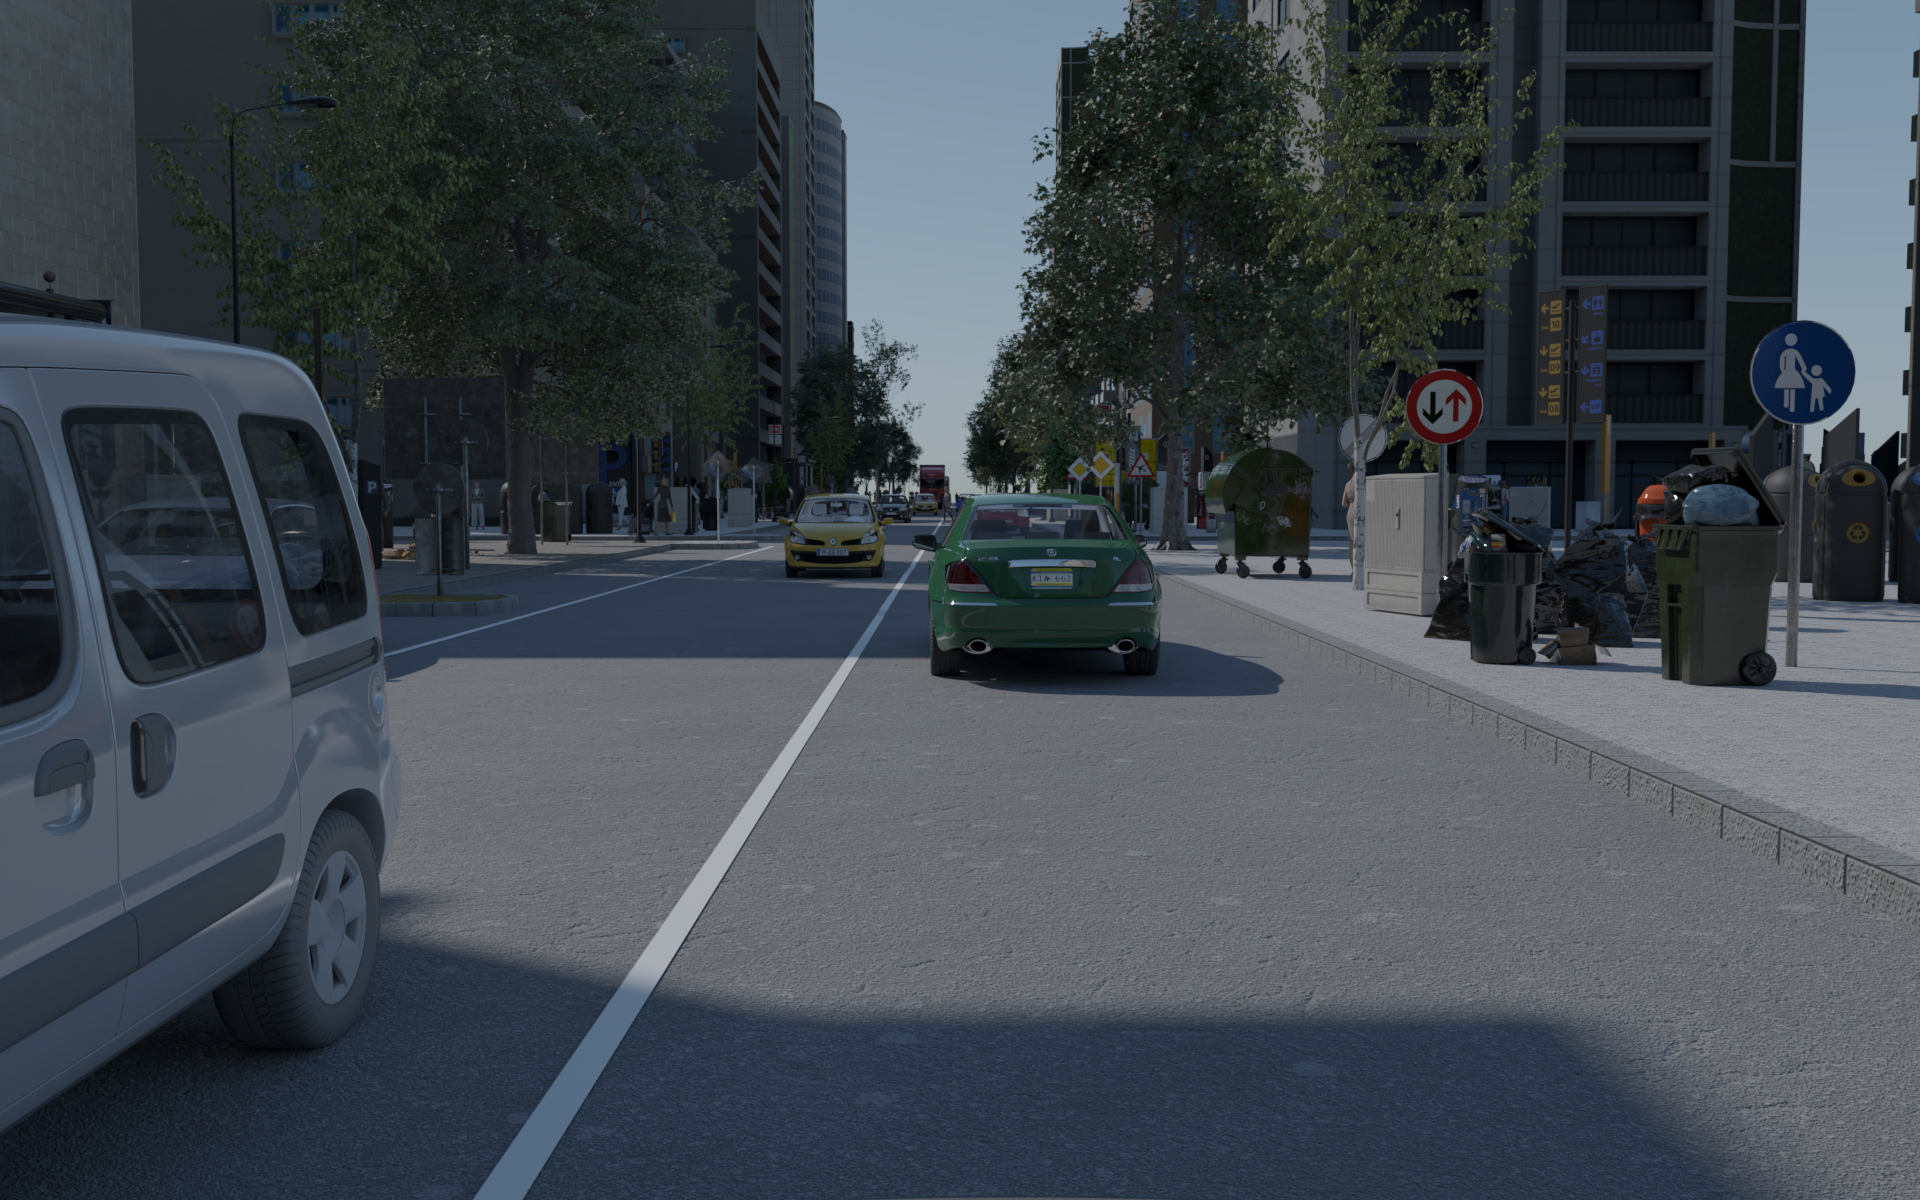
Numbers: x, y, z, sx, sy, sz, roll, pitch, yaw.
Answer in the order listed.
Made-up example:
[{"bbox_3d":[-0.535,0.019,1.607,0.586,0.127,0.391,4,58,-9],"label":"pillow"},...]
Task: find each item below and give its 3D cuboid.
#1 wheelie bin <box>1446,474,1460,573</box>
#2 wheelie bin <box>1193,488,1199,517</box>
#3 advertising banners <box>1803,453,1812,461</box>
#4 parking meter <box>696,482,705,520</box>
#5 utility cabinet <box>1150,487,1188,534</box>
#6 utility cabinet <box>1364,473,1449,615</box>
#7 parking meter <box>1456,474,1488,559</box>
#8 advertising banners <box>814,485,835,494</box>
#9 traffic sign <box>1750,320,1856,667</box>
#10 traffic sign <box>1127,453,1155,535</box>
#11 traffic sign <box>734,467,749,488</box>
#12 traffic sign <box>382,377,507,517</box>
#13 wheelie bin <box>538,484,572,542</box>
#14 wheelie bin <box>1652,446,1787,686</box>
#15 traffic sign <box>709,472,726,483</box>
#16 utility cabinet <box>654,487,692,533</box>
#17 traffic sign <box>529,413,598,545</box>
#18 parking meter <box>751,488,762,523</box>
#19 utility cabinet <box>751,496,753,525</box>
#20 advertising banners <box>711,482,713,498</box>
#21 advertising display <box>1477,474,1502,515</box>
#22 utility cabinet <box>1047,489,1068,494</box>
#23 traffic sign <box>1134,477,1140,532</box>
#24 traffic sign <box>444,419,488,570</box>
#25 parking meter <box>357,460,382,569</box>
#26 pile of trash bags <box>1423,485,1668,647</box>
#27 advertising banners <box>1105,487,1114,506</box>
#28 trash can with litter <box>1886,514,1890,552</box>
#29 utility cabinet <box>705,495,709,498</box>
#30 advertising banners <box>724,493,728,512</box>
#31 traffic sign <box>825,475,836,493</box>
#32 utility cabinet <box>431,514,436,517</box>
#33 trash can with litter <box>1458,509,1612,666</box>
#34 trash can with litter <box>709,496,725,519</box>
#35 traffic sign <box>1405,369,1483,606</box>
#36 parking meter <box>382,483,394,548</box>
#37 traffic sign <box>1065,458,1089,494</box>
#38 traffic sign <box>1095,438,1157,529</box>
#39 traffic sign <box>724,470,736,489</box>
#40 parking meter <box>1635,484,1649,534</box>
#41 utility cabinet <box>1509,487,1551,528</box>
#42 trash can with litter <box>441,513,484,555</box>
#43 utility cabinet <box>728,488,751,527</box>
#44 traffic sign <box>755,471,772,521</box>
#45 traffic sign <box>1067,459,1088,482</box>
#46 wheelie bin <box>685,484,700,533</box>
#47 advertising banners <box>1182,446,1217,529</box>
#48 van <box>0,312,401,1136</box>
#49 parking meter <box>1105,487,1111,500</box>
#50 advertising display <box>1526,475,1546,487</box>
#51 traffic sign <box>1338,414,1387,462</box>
[{"bbox_3d":[7.466,-1.174,27.109,0.980,1.594,0.693,2,4,34],"label":"wheelie bin"},{"bbox_3d":[13.022,-5.410,96.363,0.980,1.594,0.693,1,4,9],"label":"wheelie bin"},{"bbox_3d":[35.631,-4.802,74.693,2.074,3.025,0.090,0,4,2],"label":"advertising banners"},{"bbox_3d":[-12.761,-4.874,85.397,0.399,1.863,0.255,3,5,41],"label":"parking meter"},{"bbox_3d":[6.708,-2.874,55.668,1.173,1.500,0.318,-1,4,-14],"label":"utility cabinet"},{"bbox_3d":[4.764,-0.606,18.585,0.318,1.500,1.173,-1,4,-17],"label":"utility cabinet"},{"bbox_3d":[6.485,-0.829,21.959,0.372,1.533,0.369,0,3,0],"label":"parking meter"},{"bbox_3d":[-10.158,-8.088,128.434,2.074,3.025,0.090,-2,4,-24],"label":"advertising banners"},{"bbox_3d":[6.179,-0.776,12.794,0.768,2.556,0.104,0,4,1],"label":"traffic sign"},{"bbox_3d":[5.659,-3.313,54.177,0.884,2.594,0.081,0,4,2],"label":"traffic sign"},{"bbox_3d":[-10.148,-4.917,80.493,0.768,2.556,0.104,0,4,5],"label":"traffic sign"},{"bbox_3d":[-9.045,-2.233,30.383,2.265,3.308,0.079,0,4,8],"label":"traffic sign"},{"bbox_3d":[-10.888,-2.359,46.473,0.693,1.594,0.980,3,4,36],"label":"wheelie bin"},{"bbox_3d":[5.130,-0.236,11.759,0.693,1.594,0.980,0,4,-3],"label":"wheelie bin"},{"bbox_3d":[-10.959,-4.779,78.248,0.768,2.556,0.104,0,4,5],"label":"traffic sign"},{"bbox_3d":[-9.267,-2.888,55.896,1.173,1.500,0.318,0,4,-5],"label":"utility cabinet"},{"bbox_3d":[-10.209,-3.037,43.521,2.265,3.308,0.079,0,4,4],"label":"traffic sign"},{"bbox_3d":[-9.225,-4.221,77.426,0.372,1.533,0.369,0,3,0],"label":"parking meter"},{"bbox_3d":[-9.196,-3.789,73.113,1.020,1.237,0.306,2,4,26],"label":"utility cabinet"},{"bbox_3d":[-12.199,-5.446,85.227,0.090,3.025,2.074,0,4,-8],"label":"advertising banners"},{"bbox_3d":[16.746,-3.056,55.175,0.974,1.923,0.123,1,4,12],"label":"advertising display"},{"bbox_3d":[4.606,-4.392,80.487,1.173,1.500,0.318,-2,4,-28],"label":"utility cabinet"},{"bbox_3d":[5.921,-3.562,58.338,0.768,2.556,0.104,1,4,9],"label":"traffic sign"},{"bbox_3d":[-8.374,-1.790,29.368,0.768,2.556,0.104,0,4,3],"label":"traffic sign"},{"bbox_3d":[-10.074,-1.456,29.512,0.255,1.863,0.399,3,4,35],"label":"parking meter"},{"bbox_3d":[5.876,-0.382,15.996,3.447,1.369,1.912,-3,5,-45],"label":"pile of trash bags"},{"bbox_3d":[8.847,-6.478,102.109,0.090,3.025,2.074,0,4,-5],"label":"advertising banners"},{"bbox_3d":[20.373,-1.686,38.618,1.678,1.210,2.233,-2,4,-29],"label":"trash can with litter"},{"bbox_3d":[-14.271,-5.120,94.875,1.020,1.237,0.306,-1,4,-21],"label":"utility cabinet"},{"bbox_3d":[-16.155,-7.695,121.993,2.074,3.025,0.090,2,4,26],"label":"advertising banners"},{"bbox_3d":[-8.831,-7.217,118.108,0.768,2.556,0.104,0,4,3],"label":"traffic sign"},{"bbox_3d":[-12.133,-1.936,40.338,0.318,1.500,1.173,-1,4,-18],"label":"utility cabinet"},{"bbox_3d":[4.366,-0.110,13.183,1.055,1.170,0.624,0,4,5],"label":"trash can with litter"},{"bbox_3d":[-12.721,-4.818,90.156,0.624,1.170,1.055,2,4,23],"label":"trash can with litter"},{"bbox_3d":[4.933,-1.077,17.716,0.768,2.556,0.104,1,4,9],"label":"traffic sign"},{"bbox_3d":[-13.612,-1.992,40.979,0.372,1.533,0.369,0,3,0],"label":"parking meter"},{"bbox_3d":[4.219,-3.823,62.508,0.884,2.594,0.081,0,4,1],"label":"traffic sign"},{"bbox_3d":[6.053,-4.245,63.286,2.265,3.308,0.079,0,4,4],"label":"traffic sign"},{"bbox_3d":[-11.161,-5.124,83.877,0.768,2.556,0.104,1,4,9],"label":"traffic sign"},{"bbox_3d":[17.042,-2.127,43.195,0.372,1.533,0.369,0,3,0],"label":"parking meter"},{"bbox_3d":[17.543,-2.731,53.338,1.173,1.500,0.318,2,4,30],"label":"utility cabinet"},{"bbox_3d":[-10.800,-1.588,37.015,1.678,1.210,2.233,0,4,0],"label":"trash can with litter"},{"bbox_3d":[-8.601,-3.598,67.499,0.318,1.500,1.173,2,4,28],"label":"utility cabinet"},{"bbox_3d":[-9.526,-5.133,83.928,0.884,2.594,0.081,0,4,3],"label":"traffic sign"},{"bbox_3d":[3.753,-3.169,54.001,0.795,2.593,0.064,0,3,0],"label":"traffic sign"},{"bbox_3d":[-8.938,-2.995,56.869,0.693,1.594,0.980,0,4,3],"label":"wheelie bin"},{"bbox_3d":[8.944,-4.117,63.493,2.074,3.025,0.090,-1,4,-12],"label":"advertising banners"},{"bbox_3d":[-2.467,0.235,3.177,2.013,2.044,4.112,0,4,2],"label":"van"},{"bbox_3d":[8.970,-6.077,105.076,0.399,1.863,0.255,0,4,-3],"label":"parking meter"},{"bbox_3d":[19.828,-3.330,59.666,0.123,1.923,0.974,-1,4,-17],"label":"advertising display"},{"bbox_3d":[6.397,-1.681,27.596,0.768,2.556,0.104,0,4,3],"label":"traffic sign"}]
